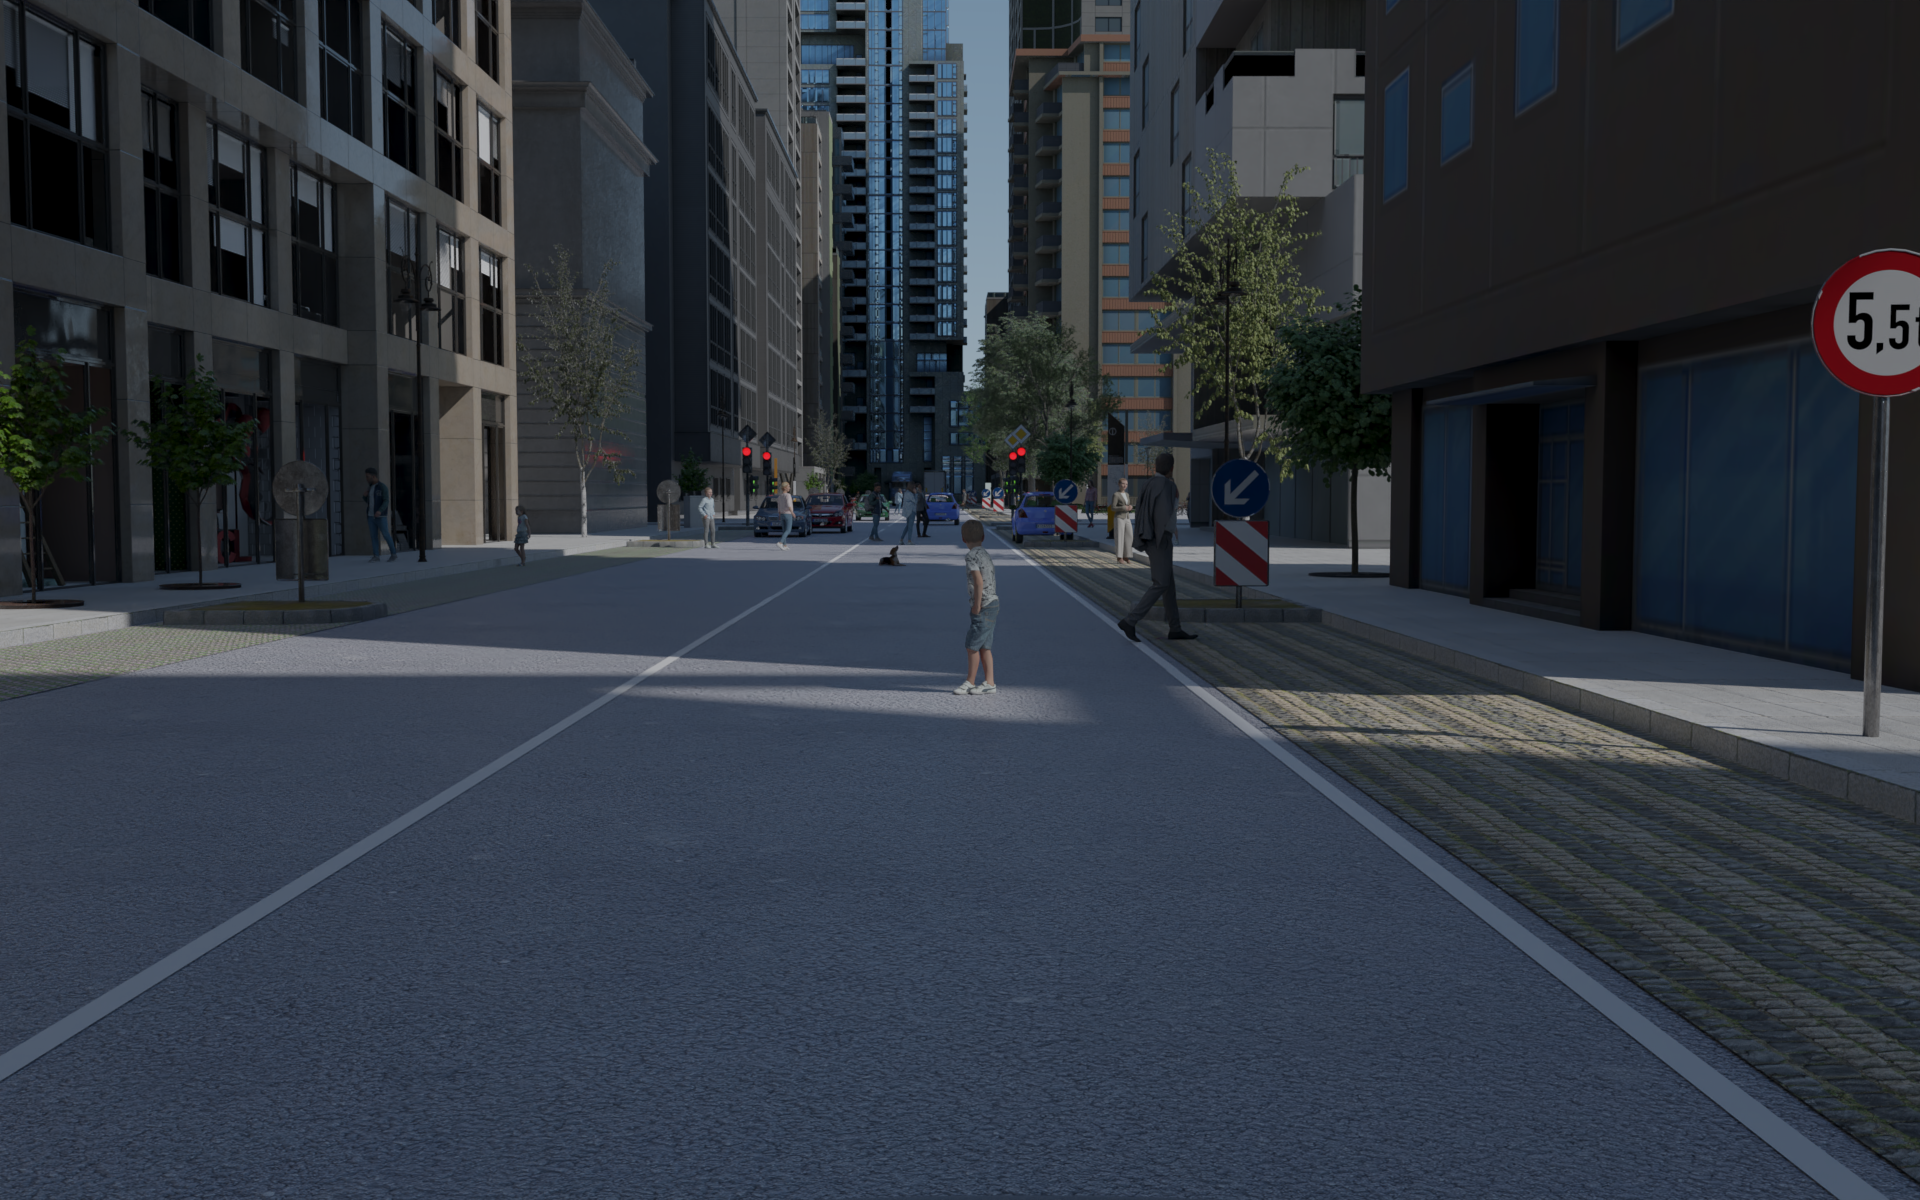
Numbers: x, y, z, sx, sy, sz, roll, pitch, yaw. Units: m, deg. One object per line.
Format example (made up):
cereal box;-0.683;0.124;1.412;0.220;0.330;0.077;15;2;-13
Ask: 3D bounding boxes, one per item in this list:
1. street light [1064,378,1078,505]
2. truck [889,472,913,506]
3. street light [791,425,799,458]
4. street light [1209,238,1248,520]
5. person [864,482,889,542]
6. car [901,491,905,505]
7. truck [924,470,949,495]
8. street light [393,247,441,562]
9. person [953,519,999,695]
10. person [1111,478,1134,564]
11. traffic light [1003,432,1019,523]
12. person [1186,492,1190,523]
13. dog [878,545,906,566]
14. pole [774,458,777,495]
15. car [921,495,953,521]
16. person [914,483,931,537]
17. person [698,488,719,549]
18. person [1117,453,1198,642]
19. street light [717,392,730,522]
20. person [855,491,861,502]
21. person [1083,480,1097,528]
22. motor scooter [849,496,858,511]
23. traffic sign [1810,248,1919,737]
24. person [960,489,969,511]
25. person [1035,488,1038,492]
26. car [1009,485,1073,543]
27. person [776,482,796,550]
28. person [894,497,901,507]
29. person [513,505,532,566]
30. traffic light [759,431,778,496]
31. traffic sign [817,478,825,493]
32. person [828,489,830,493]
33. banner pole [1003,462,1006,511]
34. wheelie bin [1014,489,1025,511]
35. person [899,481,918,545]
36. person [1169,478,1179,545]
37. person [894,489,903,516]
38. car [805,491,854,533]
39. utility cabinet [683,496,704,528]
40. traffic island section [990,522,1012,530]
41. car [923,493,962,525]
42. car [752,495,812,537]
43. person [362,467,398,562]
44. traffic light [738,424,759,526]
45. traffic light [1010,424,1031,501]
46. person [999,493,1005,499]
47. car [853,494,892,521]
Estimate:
street light;4.452;-5.909;69.404;0.468;5.910;1.993;0;4;-1
truck;-6.831;-13.692;213.620;2.967;4.110;18.799;0;4;1
street light;-11.101;-8.780;116.336;0.468;5.910;1.993;0;4;-1
street light;4.855;-3.591;31.496;0.468;5.910;1.993;0;4;-1
person;-2.528;-2.659;52.319;0.721;1.781;0.623;1;4;10
car;-6.195;-11.670;199.480;2.281;1.827;5.304;0;4;1
truck;-2.922;-13.529;210.118;2.839;4.237;11.283;0;4;1
street light;-10.167;-3.657;32.582;0.468;5.910;1.993;0;4;-1
person;0.119;0.049;12.378;0.332;1.250;0.352;-3;4;-36
person;3.332;-1.605;35.283;0.519;1.759;0.362;-3;5;-43
traffic light;2.351;-5.432;77.731;0.839;4.253;0.868;0;4;-1
person;10.100;-4.080;75.168;0.622;1.834;0.822;1;4;22
dog;-1.361;-0.889;34.733;0.550;0.427;0.748;0;4;-4
pole;-10.460;-6.395;98.395;0.158;3.312;0.155;0;3;0
car;-1.332;-4.918;92.774;2.083;1.381;4.827;0;4;-2
person;-1.264;-2.971;57.260;0.592;1.802;0.473;-2;4;-32
person;-6.628;-2.159;45.614;0.330;1.601;0.589;3;5;43
person;1.936;-0.500;16.776;0.850;1.850;0.679;-1;4;-12
street light;-10.729;-6.461;78.432;0.468;5.910;1.993;0;4;-1
person;-9.856;-9.759;168.770;0.721;1.735;1.217;3;4;39
person;4.971;-3.685;66.306;0.555;1.821;0.388;1;4;23
motor scooter;-8.916;-8.096;145.139;0.815;1.314;1.986;0;4;-2
traffic sign;4.823;-0.550;9.091;0.768;2.556;0.104;0;4;5
person;0.419;-8.597;149.020;0.822;1.834;0.622;0;4;-7
person;6.856;-9.099;154.837;1.348;1.821;0.705;2;4;32
car;2.419;-2.545;51.201;1.945;1.707;3.694;0;4;-1
person;-4.461;-2.136;44.092;0.731;1.740;0.598;2;4;35
person;-6.576;-10.882;187.142;1.217;1.743;0.721;-1;4;-12
person;-8.597;-1.267;34.233;0.505;1.210;0.382;3;5;43
traffic light;-8.610;-5.424;77.596;0.839;4.253;0.868;0;4;-1
traffic sign;-10.956;-8.292;135.680;0.768;2.556;0.104;1;4;9
person;-12.072;-9.185;157.041;0.721;1.723;1.217;-2;4;-27
banner pole;3.342;-8.774;133.474;0.401;3.779;0.863;0;4;-3
wheelie bin;3.734;-6.113;107.854;0.693;1.594;0.980;0;4;-5
person;-1.444;-2.438;48.628;0.793;1.790;0.793;2;4;34
person;5.355;-2.258;43.958;0.512;1.701;0.522;2;4;25
person;-4.136;-6.520;115.364;0.793;1.790;0.793;1;4;12
car;-5.007;-3.403;64.680;2.155;1.783;4.494;0;4;1
utility cabinet;-10.171;-3.367;66.216;0.306;1.237;1.020;2;4;24
traffic island section;2.391;-3.398;77.845;2.009;0.180;2.903;0;4;-1
car;-0.867;-4.349;80.694;1.945;1.707;3.694;0;4;1
car;-6.014;-2.876;59.023;2.014;1.417;4.499;0;4;-1
person;-10.981;-1.606;32.645;0.623;1.781;0.721;1;4;19
traffic light;-8.523;-4.935;69.611;0.839;4.253;0.868;0;4;-1
traffic light;2.438;-4.943;69.746;0.839;4.253;0.868;0;4;-1
person;3.804;-8.966;155.827;0.799;1.438;0.628;2;4;25
car;-4.740;-5.034;94.096;2.131;1.459;4.920;0;4;-2
